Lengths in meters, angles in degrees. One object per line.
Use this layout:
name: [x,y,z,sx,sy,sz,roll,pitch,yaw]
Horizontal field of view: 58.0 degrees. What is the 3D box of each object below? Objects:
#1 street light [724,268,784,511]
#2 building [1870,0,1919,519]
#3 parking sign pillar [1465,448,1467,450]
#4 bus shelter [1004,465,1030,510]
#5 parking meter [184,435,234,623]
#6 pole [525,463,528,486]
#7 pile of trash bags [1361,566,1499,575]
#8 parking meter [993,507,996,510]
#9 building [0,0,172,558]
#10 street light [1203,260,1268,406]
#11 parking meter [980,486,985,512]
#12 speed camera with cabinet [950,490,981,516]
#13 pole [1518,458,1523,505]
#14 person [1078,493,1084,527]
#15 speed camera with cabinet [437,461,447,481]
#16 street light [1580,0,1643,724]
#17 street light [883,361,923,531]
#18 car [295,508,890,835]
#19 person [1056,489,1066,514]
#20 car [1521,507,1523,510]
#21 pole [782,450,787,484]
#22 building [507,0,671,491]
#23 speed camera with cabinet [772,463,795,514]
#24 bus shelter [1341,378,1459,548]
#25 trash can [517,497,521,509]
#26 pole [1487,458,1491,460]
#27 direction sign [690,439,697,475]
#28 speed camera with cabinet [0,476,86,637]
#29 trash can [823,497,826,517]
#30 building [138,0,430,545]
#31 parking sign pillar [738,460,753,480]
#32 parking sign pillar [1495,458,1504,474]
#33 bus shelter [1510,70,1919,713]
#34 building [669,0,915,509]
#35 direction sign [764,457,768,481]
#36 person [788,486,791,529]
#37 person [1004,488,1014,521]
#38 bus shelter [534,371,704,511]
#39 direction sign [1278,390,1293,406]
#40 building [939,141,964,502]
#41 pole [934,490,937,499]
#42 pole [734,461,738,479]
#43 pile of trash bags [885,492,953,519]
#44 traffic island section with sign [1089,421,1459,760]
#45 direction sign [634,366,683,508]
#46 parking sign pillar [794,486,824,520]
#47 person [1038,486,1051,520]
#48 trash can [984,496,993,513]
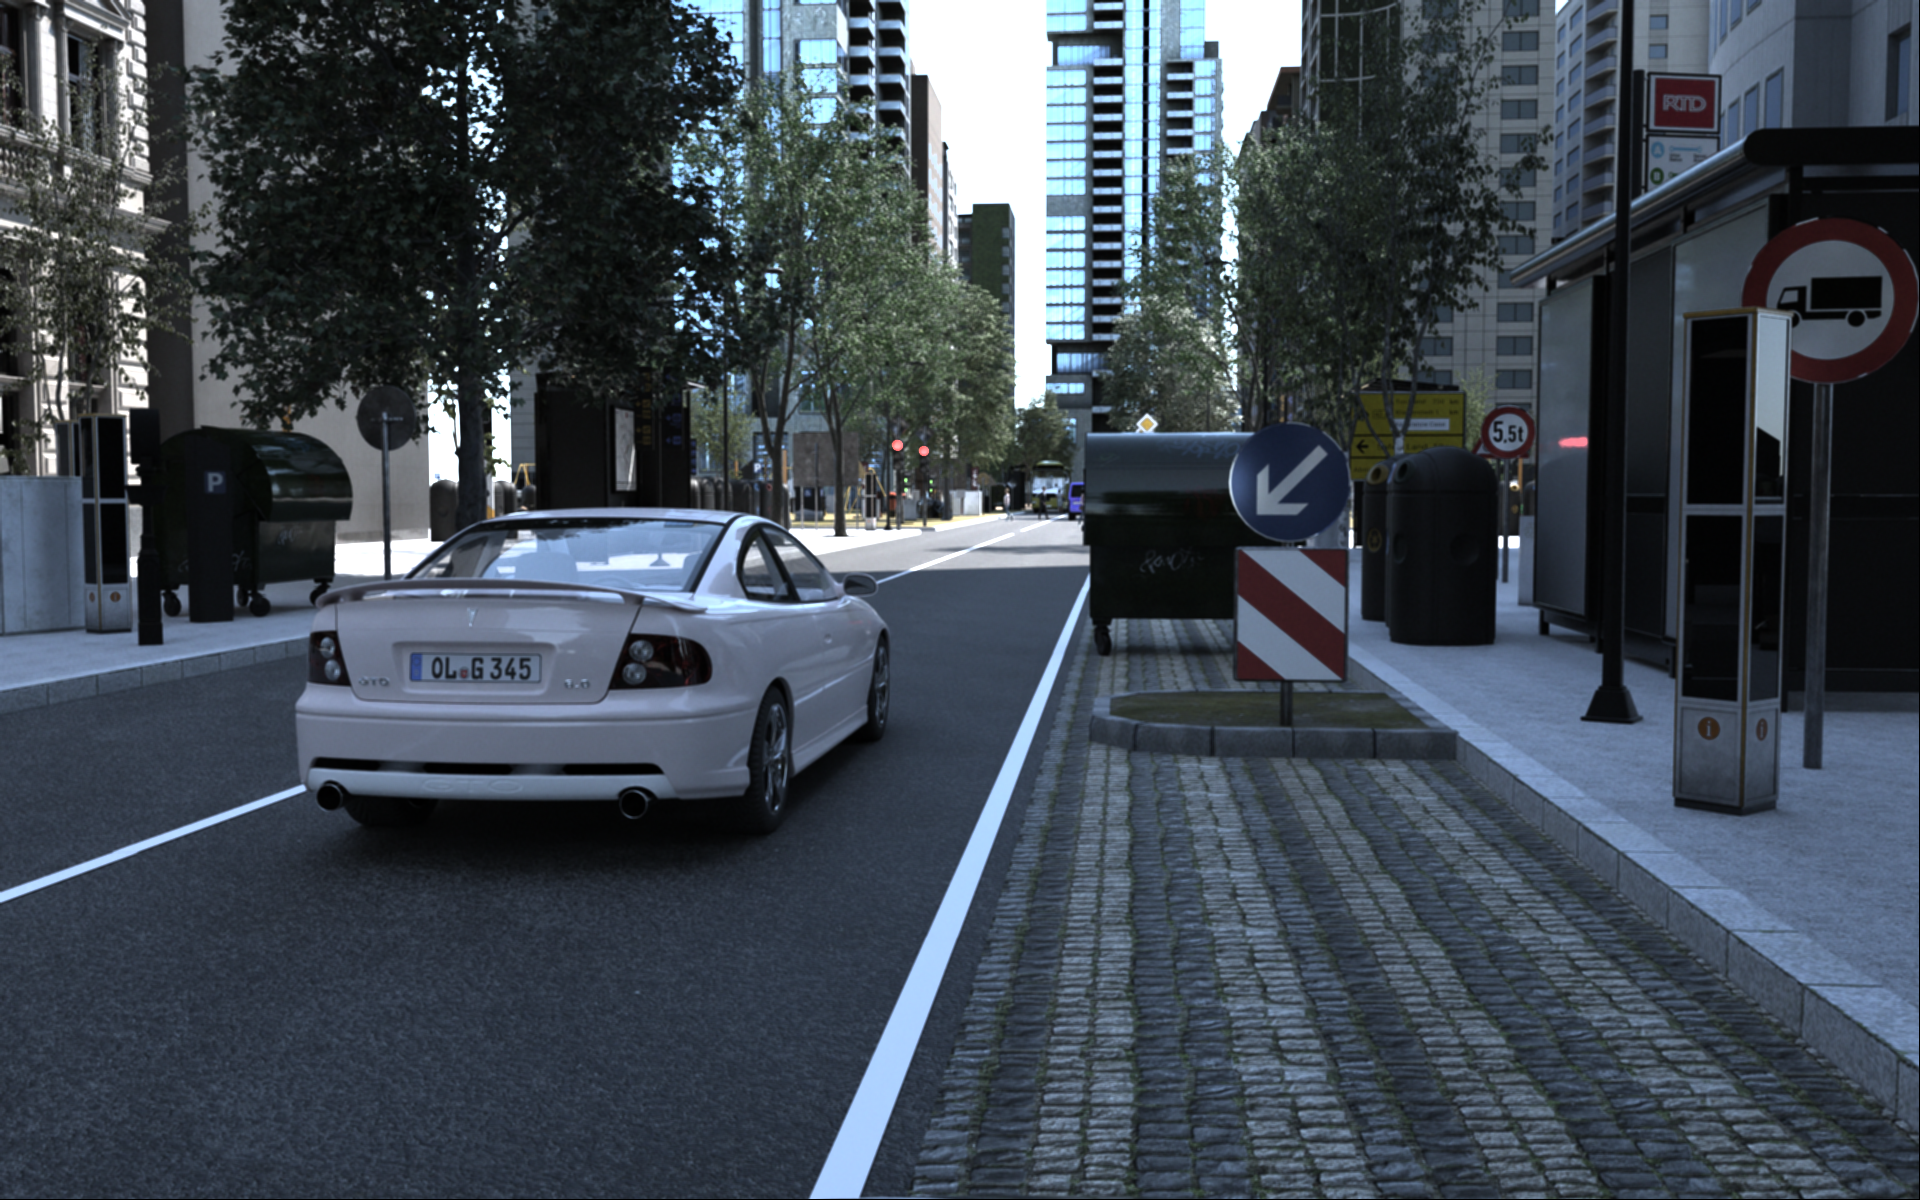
street light: [-4.310,-3.867,35.768,1.470,5.913,1.316,0,4,5]
building: [25.918,-29.941,31.535,21.231,58.520,28.212,0,4,5]
parking sign pillar: [30.422,-7.034,103.472,1.447,3.967,1.447,3,5,39]
bus shelter: [4.648,-9.150,140.879,1.731,3.624,6.357,0,4,5]
parking meter: [-7.520,-0.714,17.382,0.255,1.863,0.399,3,4,37]
pole: [-28.612,-7.373,114.398,0.158,3.312,0.155,0,3,0]
pile of trash bags: [8.115,-1.178,29.005,1.912,1.369,3.447,0,4,-7]
parking meter: [2.680,-7.962,138.585,0.372,1.533,0.369,0,3,0]
building: [-22.185,-12.069,26.200,11.050,23.489,19.941,0,4,5]
street light: [5.509,-3.782,34.377,1.470,5.913,1.316,0,4,5]
parking meter: [1.576,-7.160,122.769,0.399,1.863,0.255,3,5,42]
speed camera with cabinet: [0.222,-6.616,102.504,2.038,3.252,0.660,1,4,9]
pole: [28.106,-5.693,86.931,0.158,3.312,0.155,0,3,0]
person: [5.416,-4.049,75.299,0.593,1.750,0.643,-2,4,-26]
speed camera with cabinet: [-30.595,-6.758,104.822,0.660,3.252,2.038,3,5,43]
street light: [3.164,-2.274,9.714,1.470,5.913,1.316,0,4,5]
street light: [-1.979,-5.385,60.586,1.470,5.913,1.316,0,4,5]
car: [-1.531,0.221,8.743,2.083,1.381,4.827,0,4,7]
person: [7.298,-7.103,124.990,0.716,1.782,0.532,0,4,8]
car: [21.879,-3.205,61.192,4.718,1.807,1.959,0,4,7]
pole: [-8.103,-5.272,80.039,0.158,3.312,0.155,0,3,0]
building: [-39.312,-46.694,201.692,20.611,71.187,20.563,0,4,5]
speed camera with cabinet: [-11.000,-7.038,109.406,0.660,3.252,2.038,3,5,42]
bus shelter: [9.532,-2.854,37.952,1.731,3.624,6.357,0,4,6]
trash can: [-21.767,-4.534,85.780,0.748,1.137,0.748,0,3,0]
pole: [27.369,-5.865,89.732,0.158,3.312,0.155,0,3,0]
direction sign: [-11.179,-4.808,70.608,0.876,3.537,0.379,-1,4,-11]
speed camera with cabinet: [-8.874,-1.294,15.493,0.660,3.252,2.038,1,4,22]
trash can: [-7.736,-5.130,95.528,0.748,1.137,0.748,0,3,0]
building: [-27.373,-15.325,44.064,24.014,27.812,14.314,0,4,5]
parking sign pillar: [-16.746,-8.946,134.734,1.447,3.967,1.447,-3,4,-39]
parking sign pillar: [24.323,-5.475,77.986,1.447,3.967,1.447,1,4,14]
bus shelter: [5.961,-2.236,14.189,2.179,5.291,8.768,0,4,5]
building: [-15.177,-51.775,159.190,22.319,86.520,31.000,0,4,5]
direction sign: [-11.846,-6.959,105.774,0.379,3.537,0.876,1,4,8]
person: [-6.603,-3.457,65.205,0.511,1.800,0.466,3,4,36]
person: [2.593,-5.059,91.886,0.598,1.740,0.731,-1,4,-17]
bus shelter: [-6.573,-2.629,34.274,1.731,3.624,6.357,0,4,6]
direction sign: [7.102,-2.807,37.886,0.379,3.537,0.876,2,4,30]
building: [-7.540,-31.760,202.874,14.086,41.232,14.154,0,4,5]
pole: [-1.592,-7.236,112.146,0.158,3.312,0.155,0,3,0]
pole: [-13.796,-6.906,106.763,0.158,3.312,0.155,0,3,0]
pile of trash bags: [-2.175,-4.878,89.501,3.447,1.369,1.912,-1,4,-16]
traffic island section with sign: [1.776,-0.101,10.288,1.989,1.847,2.006,0,4,5]
direction sign: [-5.332,-2.366,30.673,0.876,3.537,0.379,0,4,3]
parking sign pillar: [-7.399,-5.897,84.886,1.447,3.967,1.447,1,4,15]
person: [4.636,-5.321,95.269,0.755,1.850,0.659,3,4,37]
trash can: [2.262,-7.492,134.145,0.748,1.137,0.748,0,3,0]
